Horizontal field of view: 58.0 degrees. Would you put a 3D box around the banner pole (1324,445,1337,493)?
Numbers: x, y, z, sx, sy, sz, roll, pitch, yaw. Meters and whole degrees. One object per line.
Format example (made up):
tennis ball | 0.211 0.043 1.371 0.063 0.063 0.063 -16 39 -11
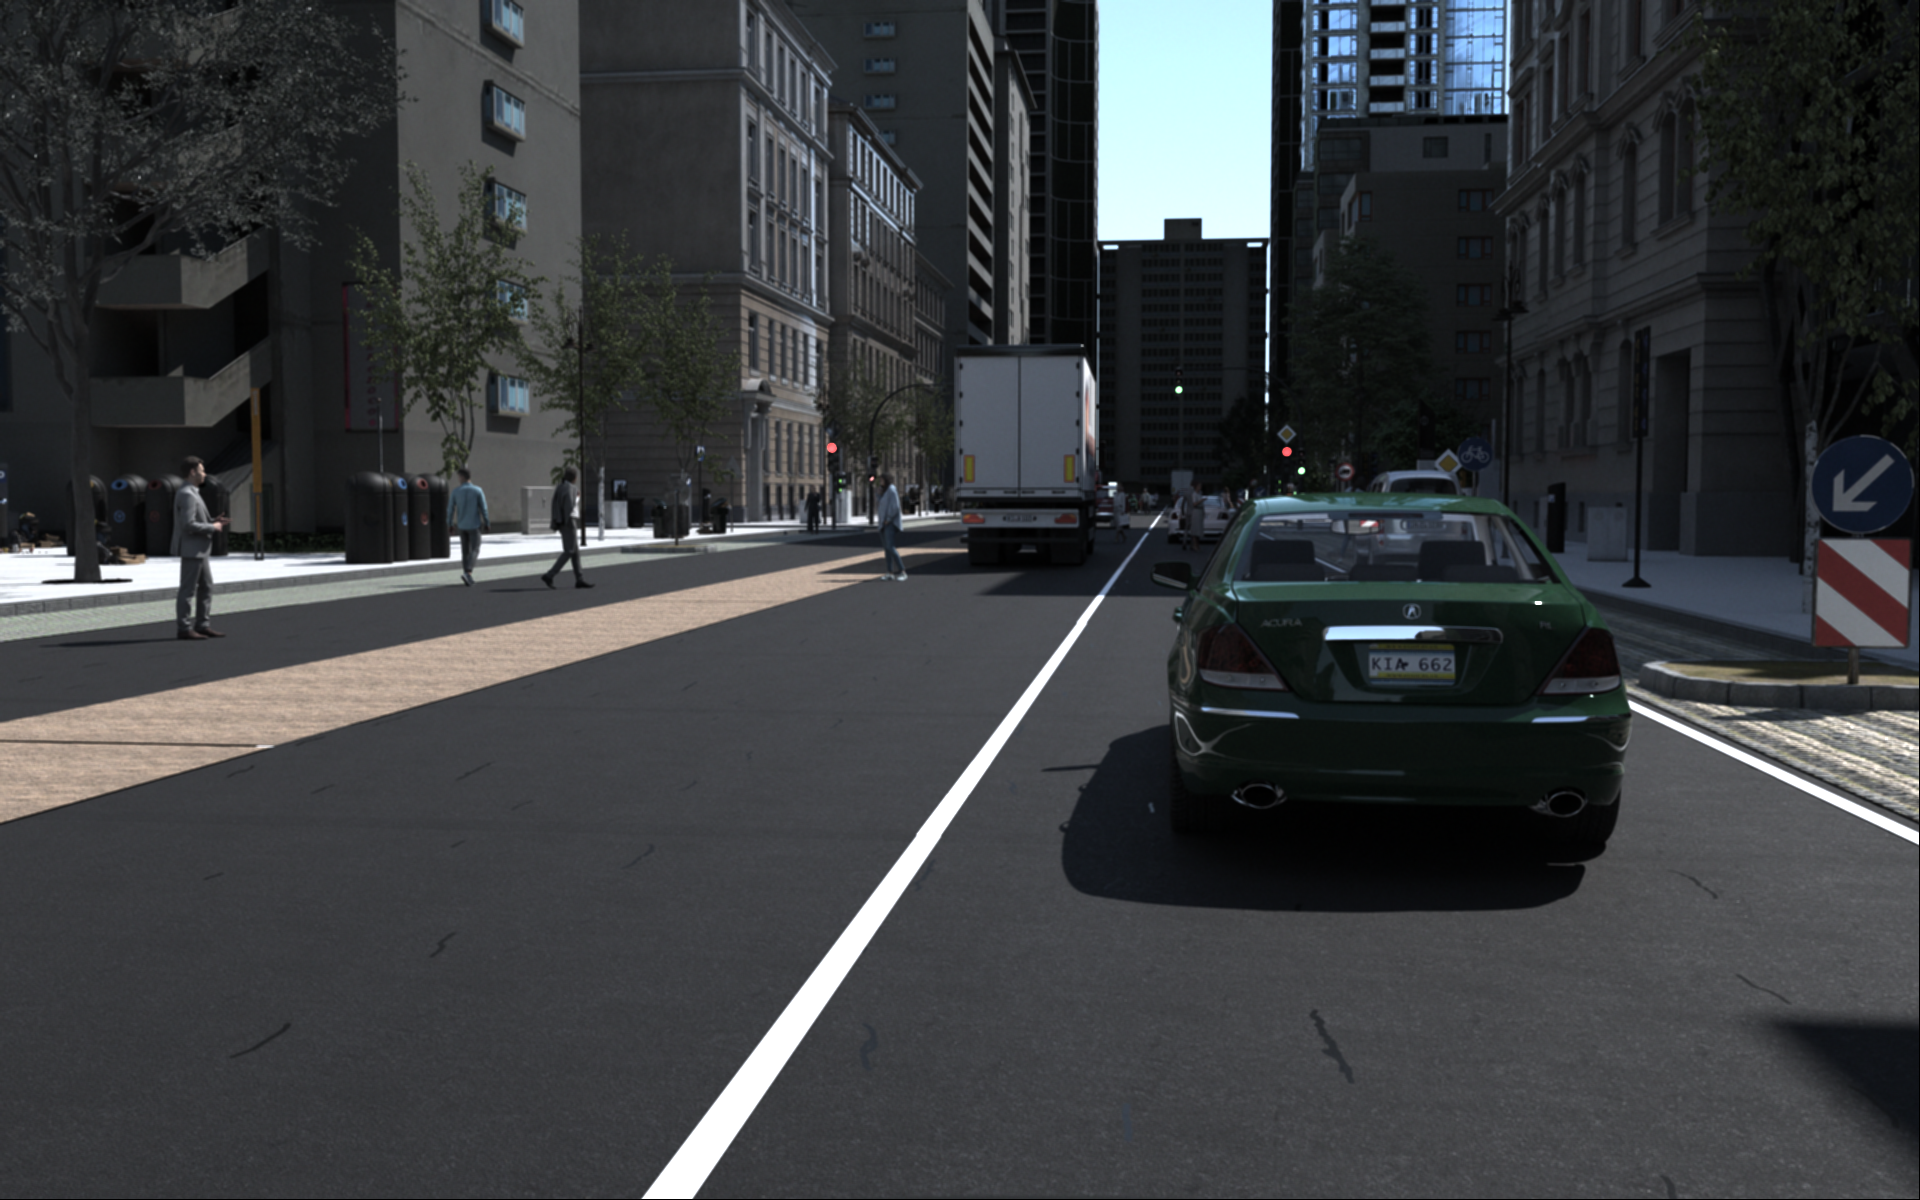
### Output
banner pole | 18.242 -5.844 85.565 0.863 3.779 0.401 3 5 40

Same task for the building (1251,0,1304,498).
building | 45.119 -46.807 203.547 20.563 71.187 20.611 0 4 7

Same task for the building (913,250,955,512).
building | -7.493 -18.047 131.220 11.583 22.565 21.152 0 4 7

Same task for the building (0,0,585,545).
building | -25.518 -26.256 52.986 21.600 48.544 21.300 0 4 7

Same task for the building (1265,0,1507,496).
building | 58.105 -56.474 236.027 31.000 86.520 22.319 0 4 7

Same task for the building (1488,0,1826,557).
building | 22.676 -15.759 45.057 14.401 28.519 23.554 0 4 7

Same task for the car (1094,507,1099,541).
car | 2.976 -2.372 50.579 2.131 1.459 4.920 0 4 7

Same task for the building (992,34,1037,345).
building | -5.777 -37.773 206.820 27.495 52.752 28.713 0 4 7

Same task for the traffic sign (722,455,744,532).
traffic sign | -7.671 -3.559 58.188 0.884 2.594 0.081 1 4 15

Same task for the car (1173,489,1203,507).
car | 17.585 -7.648 133.711 2.281 1.827 5.304 1 4 8

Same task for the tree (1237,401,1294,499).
tree | 24.373 -11.372 136.286 4.737 8.622 4.395 0 3 0

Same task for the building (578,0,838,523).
building | -14.477 -18.337 85.708 13.634 28.700 20.117 0 4 7

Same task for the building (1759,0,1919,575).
building | 21.243 -9.635 24.977 16.820 18.784 16.811 0 4 7

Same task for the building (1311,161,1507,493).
building | 36.713 -15.959 105.975 27.650 21.520 28.899 0 4 7

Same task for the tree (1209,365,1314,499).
tree | 22.632 -11.753 126.568 8.767 10.594 7.601 1 4 16

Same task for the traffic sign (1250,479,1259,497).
traffic sign | 24.106 -8.669 141.838 0.768 2.556 0.104 0 4 8

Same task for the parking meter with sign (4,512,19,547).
parking meter with sign | -23.703 -2.821 42.392 1.738 3.016 0.543 2 4 31

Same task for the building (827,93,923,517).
building | -10.214 -19.006 108.018 12.463 27.353 25.104 0 4 7

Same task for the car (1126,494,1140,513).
car | 12.903 -7.509 134.564 2.131 1.459 4.920 0 4 6

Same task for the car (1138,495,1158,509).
car | 18.722 -9.819 172.901 2.083 1.381 4.827 0 4 8

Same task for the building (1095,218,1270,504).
building | 31.551 -33.934 246.704 23.993 40.220 32.217 0 4 7

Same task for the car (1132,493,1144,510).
car | 16.079 -9.239 160.091 2.155 1.783 4.494 0 4 7

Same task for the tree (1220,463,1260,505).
tree | 32.338 -13.487 204.227 4.285 4.588 4.351 0 3 0

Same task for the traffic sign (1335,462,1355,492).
traffic sign | 15.480 -4.258 69.720 0.768 2.556 0.104 1 4 17

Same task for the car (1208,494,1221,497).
car | 27.592 -10.937 187.610 1.959 1.807 4.718 1 4 8

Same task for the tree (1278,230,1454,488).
tree | 17.519 -9.594 74.985 7.486 12.596 7.792 0 3 0

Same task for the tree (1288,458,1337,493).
tree | 16.918 -5.400 82.888 1.663 3.219 1.824 0 3 0

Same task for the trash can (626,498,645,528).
trash can | -12.205 -3.275 65.192 0.748 1.137 0.748 0 3 0

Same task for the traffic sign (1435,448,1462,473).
traffic sign | 12.296 -2.598 43.661 0.795 2.450 0.064 1 4 15

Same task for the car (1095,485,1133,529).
car | 6.211 -3.974 73.648 2.281 1.827 5.304 0 4 5

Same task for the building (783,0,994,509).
building | -8.636 -32.704 158.410 21.300 48.544 21.600 0 4 7

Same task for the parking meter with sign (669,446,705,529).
parking meter with sign | -10.172 -4.087 63.086 1.738 3.016 0.543 2 4 24

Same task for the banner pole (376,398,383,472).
banner pole | -15.251 -3.400 45.613 0.401 3.779 0.863 -1 4 -13

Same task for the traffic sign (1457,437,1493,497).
traffic sign | 11.469 -2.356 38.632 0.768 2.556 0.104 1 4 11

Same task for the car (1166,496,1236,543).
car | 7.169 -2.403 51.651 2.083 1.381 4.827 1 4 9

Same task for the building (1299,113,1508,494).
building | 34.573 -22.259 135.642 14.160 30.474 14.107 0 4 7

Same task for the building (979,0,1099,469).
building | 8.605 -49.157 241.965 20.611 71.187 20.563 0 4 7

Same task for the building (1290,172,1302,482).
building | 36.997 -23.561 156.920 14.160 30.474 14.107 0 4 7

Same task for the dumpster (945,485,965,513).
dumpster | -0.331 -6.764 116.355 1.264 1.857 1.865 0 4 7

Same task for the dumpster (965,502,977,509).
dumpster | 0.537 -7.357 122.779 1.502 2.255 1.985 0 4 7

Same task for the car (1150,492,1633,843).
car | 1.996 0.193 8.638 2.131 1.459 4.920 1 4 8

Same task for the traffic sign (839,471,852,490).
traffic sign | -5.176 -4.659 78.307 0.606 2.300 0.079 1 4 11
